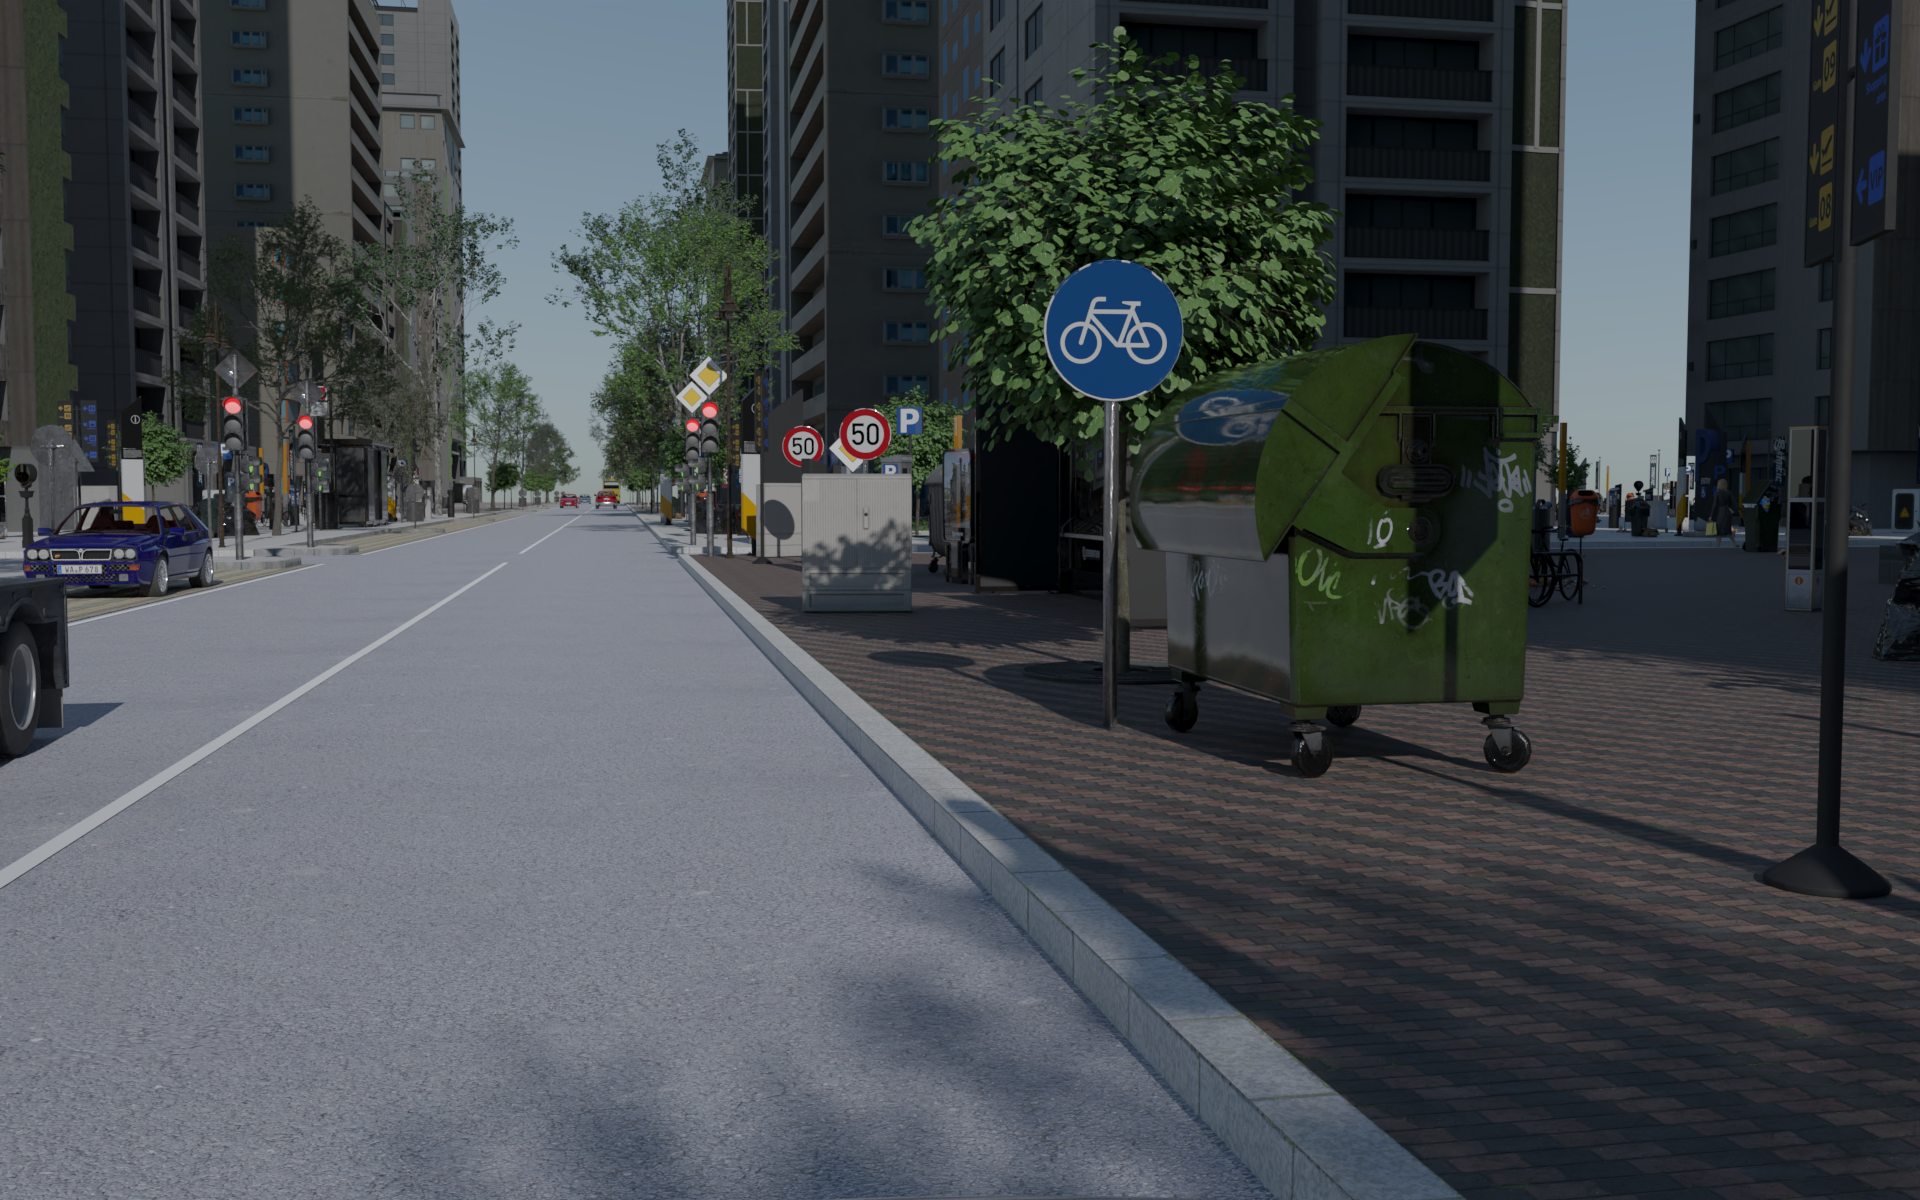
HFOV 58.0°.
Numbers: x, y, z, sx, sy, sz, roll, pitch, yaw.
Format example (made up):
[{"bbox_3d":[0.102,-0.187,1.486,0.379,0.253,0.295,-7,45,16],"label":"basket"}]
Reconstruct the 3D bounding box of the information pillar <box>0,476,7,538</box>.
[{"bbox_3d":[-28.299,-2.848,51.061,0.304,2.012,0.304,-2,4,-34],"label":"information pillar"}]

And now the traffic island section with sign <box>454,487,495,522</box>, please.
[{"bbox_3d":[-25.374,-5.008,90.515,1.989,1.847,2.006,-1,4,-11],"label":"traffic island section with sign"}]

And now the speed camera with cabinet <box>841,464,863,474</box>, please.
[{"bbox_3d":[-2.719,-3.706,54.934,2.038,3.252,0.660,-1,4,-23],"label":"speed camera with cabinet"}]

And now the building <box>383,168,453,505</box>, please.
[{"bbox_3d":[-70.026,-32.254,210.950,14.154,41.232,14.086,-1,4,-11],"label":"building"}]

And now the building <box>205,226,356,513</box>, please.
[{"bbox_3d":[-60.026,-17.073,124.190,27.650,21.520,28.899,-1,4,-11],"label":"building"}]

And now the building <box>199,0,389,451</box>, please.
[{"bbox_3d":[-61.884,-32.109,148.691,21.300,48.544,21.600,-1,4,-11],"label":"building"}]

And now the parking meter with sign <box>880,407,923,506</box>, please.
[{"bbox_3d":[-1.271,-2.308,33.996,0.543,3.016,1.738,1,4,19],"label":"parking meter with sign"}]

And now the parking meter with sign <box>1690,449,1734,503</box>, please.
[{"bbox_3d":[28.892,-4.293,66.448,1.738,3.016,0.543,-2,4,-32],"label":"parking meter with sign"}]

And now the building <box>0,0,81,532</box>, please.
[{"bbox_3d":[-37.665,-17.289,54.372,14.160,30.474,14.107,-1,4,-11],"label":"building"}]

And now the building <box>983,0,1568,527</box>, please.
[{"bbox_3d":[12.971,-38.354,65.347,20.611,71.187,20.563,-1,4,-11],"label":"building"}]

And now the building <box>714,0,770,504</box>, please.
[{"bbox_3d":[-21.401,-48.143,225.389,20.563,71.187,20.611,-1,4,-11],"label":"building"}]

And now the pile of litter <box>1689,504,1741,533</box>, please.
[{"bbox_3d":[25.138,-2.650,57.288,1.176,0.858,1.719,-1,4,-19],"label":"pile of litter"}]

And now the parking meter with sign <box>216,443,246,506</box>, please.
[{"bbox_3d":[-25.099,-3.904,60.092,0.543,3.016,1.738,0,4,3],"label":"parking meter with sign"}]

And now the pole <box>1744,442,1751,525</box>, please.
[{"bbox_3d":[31.006,-4.546,68.168,0.158,3.312,0.155,0,3,0],"label":"pole"}]

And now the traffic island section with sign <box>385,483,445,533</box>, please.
[{"bbox_3d":[-20.073,-3.379,63.869,1.989,1.847,2.006,-1,4,-11],"label":"traffic island section with sign"}]

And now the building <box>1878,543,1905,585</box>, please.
[{"bbox_3d":[24.768,-28.879,14.166,21.231,58.520,28.212,-1,4,-11],"label":"building"}]

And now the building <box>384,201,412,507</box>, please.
[{"bbox_3d":[-61.476,-24.237,167.977,14.160,30.474,14.107,-1,4,-11],"label":"building"}]

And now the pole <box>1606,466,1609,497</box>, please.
[{"bbox_3d":[46.781,-8.029,125.111,0.158,3.312,0.155,0,3,0],"label":"pole"}]

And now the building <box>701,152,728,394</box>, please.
[{"bbox_3d":[-24.462,-41.295,264.417,28.713,52.752,27.495,-1,4,-11],"label":"building"}]

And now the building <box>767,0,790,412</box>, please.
[{"bbox_3d":[-5.970,-37.134,149.139,21.231,58.520,28.212,-1,4,-11],"label":"building"}]

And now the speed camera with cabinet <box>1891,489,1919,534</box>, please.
[{"bbox_3d":[31.373,-3.782,56.171,0.660,3.252,2.038,-2,4,-29],"label":"speed camera with cabinet"}]

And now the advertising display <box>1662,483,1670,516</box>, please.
[{"bbox_3d":[41.157,-5.829,100.515,0.974,1.923,0.123,-1,4,-19],"label":"advertising display"}]

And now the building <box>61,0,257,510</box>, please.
[{"bbox_3d":[-45.598,-39.336,81.391,20.563,71.187,20.611,-1,4,-11],"label":"building"}]

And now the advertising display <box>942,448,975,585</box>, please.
[{"bbox_3d":[-0.002,-1.195,24.760,0.123,1.923,0.974,-2,4,-25],"label":"advertising display"}]

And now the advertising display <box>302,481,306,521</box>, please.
[{"bbox_3d":[-31.353,-4.813,83.906,0.123,1.923,0.974,3,5,42],"label":"advertising display"}]

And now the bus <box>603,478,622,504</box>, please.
[{"bbox_3d":[-52.019,-16.347,258.815,2.896,3.916,12.252,-1,4,-11],"label":"bus"}]

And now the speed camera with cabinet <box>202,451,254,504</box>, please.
[{"bbox_3d":[-30.642,-4.782,72.526,0.660,3.252,2.038,2,4,33],"label":"speed camera with cabinet"}]

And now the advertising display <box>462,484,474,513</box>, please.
[{"bbox_3d":[-32.596,-6.705,114.839,0.974,1.923,0.123,2,4,31],"label":"advertising display"}]

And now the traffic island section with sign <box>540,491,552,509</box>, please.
[{"bbox_3d":[-40.389,-9.622,165.944,1.989,1.847,2.006,-1,4,-11],"label":"traffic island section with sign"}]

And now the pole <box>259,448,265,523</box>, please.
[{"bbox_3d":[-30.909,-5.068,76.700,0.158,3.312,0.155,0,3,0],"label":"pole"}]

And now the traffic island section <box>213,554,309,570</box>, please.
[{"bbox_3d":[-14.066,-0.703,33.780,2.009,0.180,2.903,-1,4,-11],"label":"traffic island section"}]

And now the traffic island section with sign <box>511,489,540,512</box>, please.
[{"bbox_3d":[-35.025,-7.973,138.990,1.989,1.847,2.006,-1,4,-11],"label":"traffic island section with sign"}]

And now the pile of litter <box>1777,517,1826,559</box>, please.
[{"bbox_3d":[16.940,-1.267,34.678,1.719,0.858,1.176,-2,4,-35],"label":"pile of litter"}]

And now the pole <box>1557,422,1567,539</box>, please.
[{"bbox_3d":[17.182,-3.398,49.396,0.158,3.312,0.155,0,3,0],"label":"pole"}]

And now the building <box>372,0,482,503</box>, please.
[{"bbox_3d":[-81.557,-49.898,254.078,20.563,71.187,20.611,-1,4,-11],"label":"building"}]

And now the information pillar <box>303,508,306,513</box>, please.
[{"bbox_3d":[-42.481,-6.599,112.384,0.304,2.012,0.304,-1,4,-17],"label":"information pillar"}]

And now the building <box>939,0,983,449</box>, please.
[{"bbox_3d":[7.041,-26.581,84.711,14.600,45.320,14.200,-1,4,-11],"label":"building"}]

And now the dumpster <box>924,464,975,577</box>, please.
[{"bbox_3d":[0.202,-1.330,27.500,1.264,1.857,1.865,-1,4,-11],"label":"dumpster"}]

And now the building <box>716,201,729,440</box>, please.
[{"bbox_3d":[-27.071,-34.220,243.094,14.154,41.232,14.086,-1,4,-11],"label":"building"}]

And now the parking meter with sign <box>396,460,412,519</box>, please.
[{"bbox_3d":[-28.362,-5.658,88.765,0.543,3.016,1.738,0,4,-4],"label":"parking meter with sign"}]

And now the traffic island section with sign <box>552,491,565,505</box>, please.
[{"bbox_3d":[-51.197,-12.944,220.260,1.989,1.847,2.006,-1,4,-11],"label":"traffic island section with sign"}]

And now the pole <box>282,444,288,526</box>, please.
[{"bbox_3d":[-27.324,-4.663,70.088,0.158,3.312,0.155,0,3,0],"label":"pole"}]

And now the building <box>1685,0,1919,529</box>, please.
[{"bbox_3d":[38.704,-18.073,67.202,14.107,30.474,14.160,-1,4,-11],"label":"building"}]

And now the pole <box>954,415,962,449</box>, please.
[{"bbox_3d":[-0.055,-3.131,45.033,0.158,3.312,0.155,0,3,0],"label":"pole"}]

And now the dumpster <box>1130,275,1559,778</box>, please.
[{"bbox_3d":[1.838,-0.374,8.603,1.502,2.255,1.985,-1,4,-11],"label":"dumpster"}]

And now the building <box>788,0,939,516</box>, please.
[{"bbox_3d":[0.829,-29.727,109.737,21.300,48.544,21.600,-1,4,-11],"label":"building"}]

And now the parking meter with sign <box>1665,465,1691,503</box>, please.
[{"bbox_3d":[48.167,-7.327,116.060,0.543,3.016,1.738,-3,5,-40],"label":"parking meter with sign"}]

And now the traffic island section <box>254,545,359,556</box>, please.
[{"bbox_3d":[-15.625,-1.182,41.612,2.009,0.180,2.903,-1,4,-11],"label":"traffic island section"}]

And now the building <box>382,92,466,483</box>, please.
[{"bbox_3d":[-81.100,-39.192,230.023,28.713,52.752,27.495,-1,4,-11],"label":"building"}]
